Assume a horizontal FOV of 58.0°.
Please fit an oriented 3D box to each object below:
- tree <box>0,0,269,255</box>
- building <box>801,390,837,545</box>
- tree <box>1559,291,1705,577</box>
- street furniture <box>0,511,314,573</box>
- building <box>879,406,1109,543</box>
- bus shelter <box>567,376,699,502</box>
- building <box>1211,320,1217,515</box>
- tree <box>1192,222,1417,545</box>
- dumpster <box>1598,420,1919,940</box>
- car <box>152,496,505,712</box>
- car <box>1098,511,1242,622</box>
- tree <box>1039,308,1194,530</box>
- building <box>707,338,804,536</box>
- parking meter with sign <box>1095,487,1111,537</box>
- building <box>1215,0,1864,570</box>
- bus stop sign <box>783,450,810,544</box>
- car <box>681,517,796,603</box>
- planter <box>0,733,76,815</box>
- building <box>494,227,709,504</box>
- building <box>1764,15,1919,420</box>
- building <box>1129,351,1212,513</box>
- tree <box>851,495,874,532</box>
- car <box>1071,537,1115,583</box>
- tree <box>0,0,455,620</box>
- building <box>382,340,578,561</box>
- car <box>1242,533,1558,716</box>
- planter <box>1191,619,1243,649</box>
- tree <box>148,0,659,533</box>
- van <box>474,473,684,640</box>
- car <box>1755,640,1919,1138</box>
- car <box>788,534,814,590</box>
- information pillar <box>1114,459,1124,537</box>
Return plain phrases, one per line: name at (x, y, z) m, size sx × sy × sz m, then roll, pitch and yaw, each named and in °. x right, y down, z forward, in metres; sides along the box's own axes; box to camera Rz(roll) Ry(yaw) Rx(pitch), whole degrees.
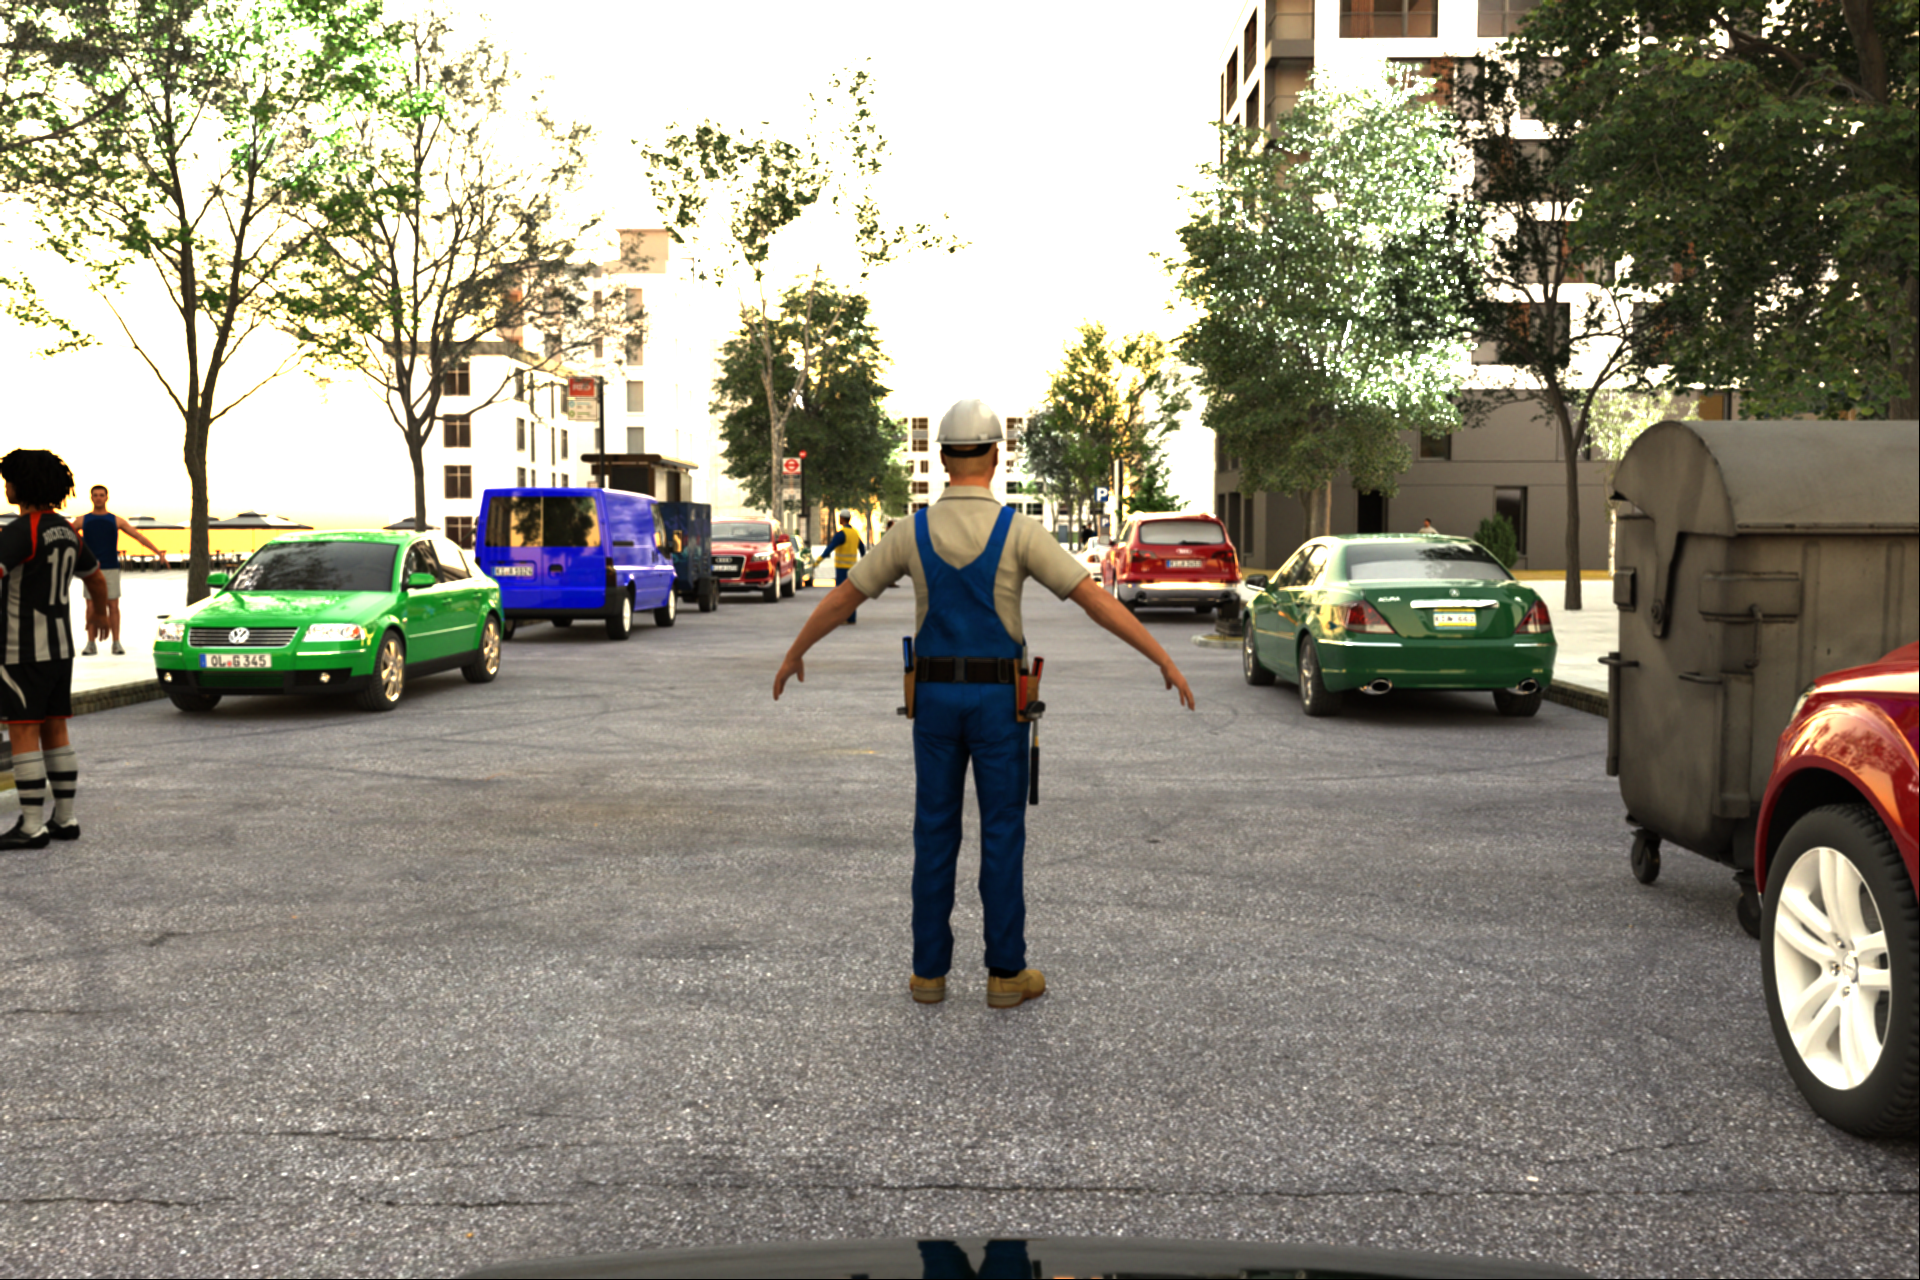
tree at (-11.209, -6.442, 15.695) m, size 12.009 × 13.543 × 11.850 m, roll 0°, pitch 3°, yaw 0°
building at (-24.713, -22.811, 203.894) m, size 19.493 × 23.208 × 18.063 m, roll 0°, pitch 4°, yaw 2°
tree at (19.476, -6.227, 52.178) m, size 4.360 × 8.622 × 3.978 m, roll 0°, pitch 3°, yaw 0°
street furniture at (-31.060, -3.301, 59.002) m, size 14.083 × 1.986 × 27.439 m, roll 1°, pitch 4°, yaw 11°
building at (4.776, -23.058, 245.920) m, size 31.486 × 18.905 × 16.747 m, roll 0°, pitch 4°, yaw 1°
bus shelter at (-8.830, -4.222, 46.665) m, size 2.179 × 5.291 × 8.768 m, roll 0°, pitch 4°, yaw 1°
building at (27.969, -15.528, 120.341) m, size 16.747 × 18.905 × 31.486 m, roll 0°, pitch 4°, yaw 1°
tree at (11.397, -8.020, 56.889) m, size 9.928 × 11.665 × 9.643 m, roll 0°, pitch 3°, yaw 0°
dumpster at (3.528, 0.100, 6.581) m, size 1.865 × 1.857 × 1.264 m, roll 0°, pitch 3°, yaw 0°
car at (-5.432, -0.404, 15.400) m, size 1.959 × 1.807 × 4.718 m, roll 0°, pitch 4°, yaw 1°
car at (3.567, -1.297, 29.885) m, size 2.281 × 1.827 × 5.304 m, roll 0°, pitch 4°, yaw 1°
tree at (7.251, -9.464, 80.499) m, size 9.928 × 11.665 × 9.643 m, roll 0°, pitch 3°, yaw 0°
building at (-24.911, -18.696, 172.143) m, size 16.747 × 18.905 × 31.486 m, roll 0°, pitch 3°, yaw 0°
parking meter with sign at (5.267, -4.108, 63.434) m, size 0.543 × 3.016 × 1.738 m, roll 0°, pitch 4°, yaw 0°
building at (25.068, -14.249, 76.952) m, size 27.936 × 21.610 × 32.646 m, roll 0°, pitch 4°, yaw 1°
bus stop sign at (-5.227, -4.073, 55.298) m, size 0.855 × 3.939 × 0.416 m, roll 0°, pitch 4°, yaw 0°
car at (-4.791, -1.789, 37.917) m, size 2.281 × 1.827 × 5.304 m, roll 0°, pitch 4°, yaw 1°
planter at (-5.884, 0.737, 9.090) m, size 1.991 × 0.319 × 1.994 m, roll 0°, pitch 4°, yaw 0°
building at (-22.751, -15.404, 108.272) m, size 16.016 × 20.090 × 11.380 m, roll 0°, pitch 4°, yaw 1°
building at (25.728, -17.576, 33.488) m, size 12.429 × 33.558 × 17.177 m, roll 0°, pitch 4°, yaw 0°
building at (27.947, -21.561, 183.452) m, size 19.493 × 23.208 × 18.063 m, roll 0°, pitch 4°, yaw 1°
tree at (-13.389, -17.859, 242.350) m, size 4.737 × 8.622 × 4.395 m, roll 0°, pitch 3°, yaw 0°
car at (4.022, -2.058, 46.009) m, size 2.083 × 1.381 × 4.827 m, roll 0°, pitch 4°, yaw 0°
tree at (-11.494, -6.133, 26.030) m, size 9.928 × 11.665 × 9.643 m, roll 0°, pitch 3°, yaw 0°
building at (-24.188, -8.996, 89.227) m, size 9.099 × 9.664 × 28.070 m, roll 0°, pitch 3°, yaw 0°
car at (3.639, -0.198, 15.043) m, size 2.131 × 1.459 × 4.920 m, roll 0°, pitch 4°, yaw 0°
planter at (4.037, -0.082, 22.480) m, size 1.991 × 0.319 × 1.994 m, roll 0°, pitch 4°, yaw 0°
tree at (-11.507, -7.720, 36.588) m, size 12.009 × 13.543 × 11.850 m, roll 0°, pitch 3°, yaw 0°
van at (-5.400, -1.266, 25.082) m, size 2.240 × 2.365 × 5.245 m, roll 0°, pitch 4°, yaw 1°
car at (3.071, 0.377, 2.508) m, size 2.281 × 1.827 × 5.304 m, roll 0°, pitch 4°, yaw 1°
car at (-4.948, -2.102, 46.173) m, size 2.131 × 1.459 × 4.920 m, roll 0°, pitch 4°, yaw 1°
information pillar at (5.036, -3.892, 54.942) m, size 0.184 × 3.620 × 1.656 m, roll 0°, pitch 4°, yaw 1°
